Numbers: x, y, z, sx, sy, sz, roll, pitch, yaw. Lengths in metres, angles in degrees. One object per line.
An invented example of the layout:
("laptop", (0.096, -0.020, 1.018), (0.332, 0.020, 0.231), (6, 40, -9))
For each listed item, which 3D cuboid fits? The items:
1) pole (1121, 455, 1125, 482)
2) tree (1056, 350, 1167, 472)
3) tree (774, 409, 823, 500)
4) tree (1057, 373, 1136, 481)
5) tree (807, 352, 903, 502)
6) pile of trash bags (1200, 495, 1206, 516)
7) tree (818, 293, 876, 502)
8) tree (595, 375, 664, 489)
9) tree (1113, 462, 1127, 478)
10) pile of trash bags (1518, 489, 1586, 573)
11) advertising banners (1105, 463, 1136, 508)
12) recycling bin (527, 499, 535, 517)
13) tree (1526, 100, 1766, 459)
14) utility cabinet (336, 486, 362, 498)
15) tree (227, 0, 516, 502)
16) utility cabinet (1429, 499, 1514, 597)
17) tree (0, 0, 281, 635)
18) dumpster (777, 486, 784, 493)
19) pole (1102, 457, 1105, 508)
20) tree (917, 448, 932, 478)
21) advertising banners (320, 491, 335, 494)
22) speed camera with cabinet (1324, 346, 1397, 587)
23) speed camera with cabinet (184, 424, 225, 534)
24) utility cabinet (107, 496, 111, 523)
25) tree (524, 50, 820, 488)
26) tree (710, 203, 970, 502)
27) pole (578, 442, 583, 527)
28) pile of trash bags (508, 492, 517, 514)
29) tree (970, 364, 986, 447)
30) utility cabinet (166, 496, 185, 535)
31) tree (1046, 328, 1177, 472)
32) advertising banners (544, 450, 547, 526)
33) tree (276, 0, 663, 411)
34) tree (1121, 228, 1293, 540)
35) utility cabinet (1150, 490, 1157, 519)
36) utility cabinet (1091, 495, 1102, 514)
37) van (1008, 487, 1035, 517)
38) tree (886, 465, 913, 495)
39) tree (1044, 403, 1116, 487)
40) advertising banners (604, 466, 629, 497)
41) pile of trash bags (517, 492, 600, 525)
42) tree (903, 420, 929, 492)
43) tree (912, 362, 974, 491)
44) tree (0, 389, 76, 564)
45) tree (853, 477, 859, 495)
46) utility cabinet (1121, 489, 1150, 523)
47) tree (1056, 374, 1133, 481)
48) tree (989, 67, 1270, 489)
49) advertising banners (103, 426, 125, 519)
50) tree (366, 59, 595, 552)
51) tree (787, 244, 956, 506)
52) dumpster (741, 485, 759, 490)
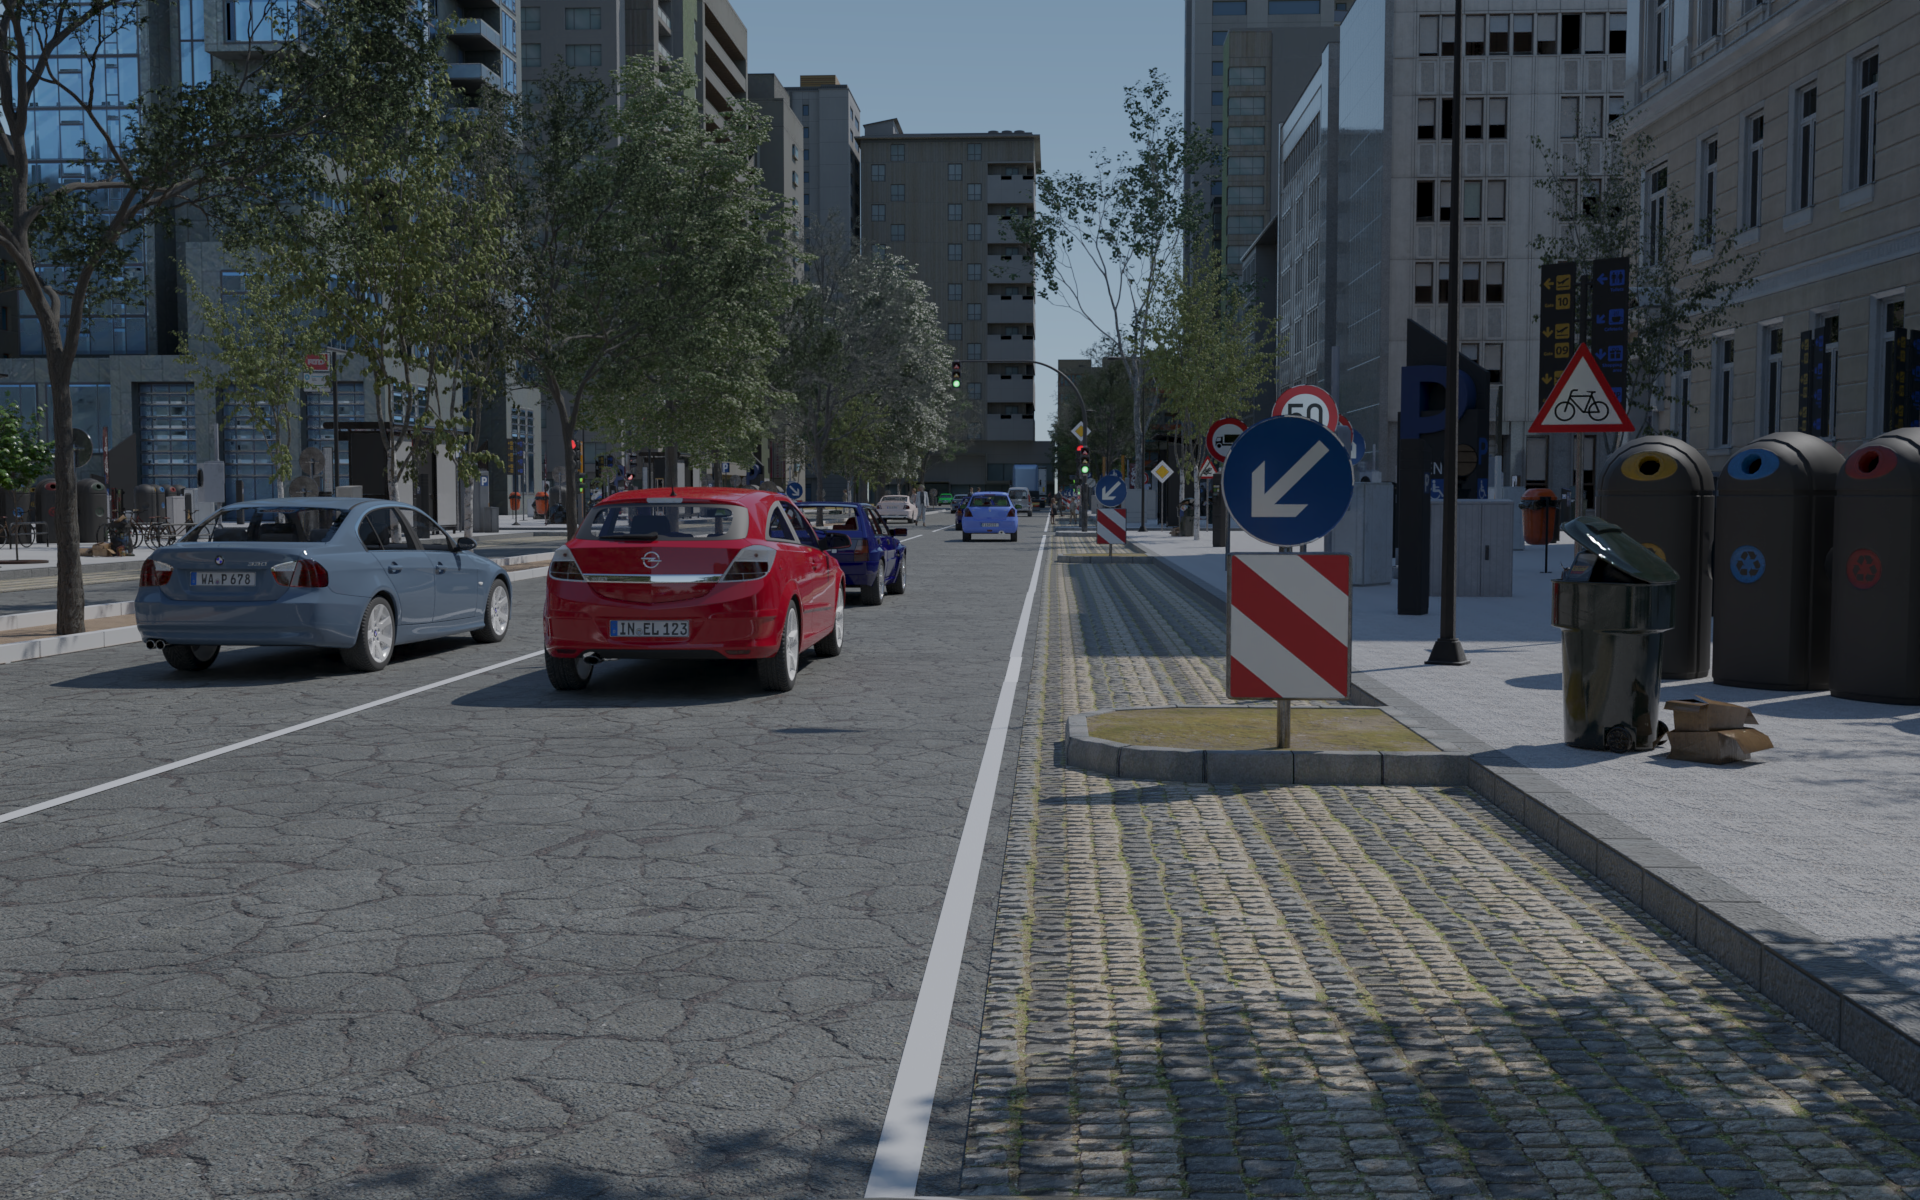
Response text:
("pole", (8.577, -5.949, 91.112), (0.158, 3.312, 0.155), (0, 3, 0))
("tree", (9.859, -10.855, 111.896), (7.601, 10.594, 8.767), (-1, 4, -9))
("tree", (-12.112, -10.968, 129.694), (4.360, 8.622, 3.978), (0, 3, 0))
("tree", (12.739, -14.934, 162.294), (7.486, 12.596, 7.792), (0, 3, 0))
("tree", (-5.205, -7.884, 81.715), (4.737, 8.622, 4.395), (0, 3, 0))
("pile of trash bags", (14.562, -5.578, 100.958), (3.447, 1.369, 1.912), (-2, 4, -27))
("tree", (-7.267, -7.079, 52.612), (8.767, 10.594, 7.601), (0, 4, 3))
("tree", (-14.785, -7.742, 76.941), (4.737, 8.622, 4.395), (0, 3, 0))
("tree", (9.536, -6.716, 104.400), (1.663, 3.219, 1.824), (0, 3, 0))
("pile of trash bags", (10.855, -1.152, 28.593), (3.447, 1.369, 1.912), (-1, 4, -11))
("advertising banners", (9.059, -6.218, 97.859), (2.074, 3.025, 0.090), (0, 4, 7))
("recycling bin", (-23.426, -5.066, 95.388), (0.722, 1.027, 0.722), (0, 4, -6))
("tree", (12.504, -5.036, 32.698), (4.360, 8.622, 3.978), (0, 3, 0))
("utility cabinet", (-16.345, -2.303, 46.334), (0.318, 1.500, 1.173), (-3, 4, -39))
("tree", (-7.900, -4.347, 23.892), (4.737, 8.622, 4.395), (0, 3, 0))
("utility cabinet", (6.386, -0.646, 21.717), (1.020, 1.237, 0.306), (0, 4, 5))
("tree", (-8.990, -4.939, 17.625), (8.767, 10.594, 7.601), (0, 4, 3))
("dumpster", (-12.716, -6.846, 117.683), (1.264, 1.857, 1.865), (0, 4, 3))
("pole", (7.886, -6.180, 94.886), (0.158, 3.312, 0.155), (0, 3, 0))
("tree", (-7.522, -17.307, 217.375), (8.767, 10.594, 7.601), (-2, 4, -25))
("advertising banners", (-25.176, -4.556, 70.678), (2.074, 3.025, 0.090), (0, 4, 2))
("speed camera with cabinet", (5.313, -1.811, 23.952), (0.660, 3.252, 2.038), (3, 4, 38))
("speed camera with cabinet", (-21.449, -3.350, 49.113), (0.660, 3.252, 2.038), (-3, 4, -38))
("utility cabinet", (-34.519, -3.574, 69.595), (0.306, 1.237, 1.020), (3, 4, 37))
("tree", (-7.555, -7.605, 44.927), (7.486, 12.596, 7.792), (0, 3, 0))
("tree", (-5.925, -9.792, 72.932), (12.009, 13.543, 11.850), (0, 3, 0))
("pole", (-14.744, -4.491, 67.263), (0.158, 3.312, 0.155), (0, 3, 0))
("pile of trash bags", (-21.361, -4.796, 88.174), (3.447, 1.369, 1.912), (1, 4, 12))
("tree", (-3.306, -12.476, 116.807), (12.009, 13.543, 11.850), (0, 3, 0))
("utility cabinet", (-23.624, -2.542, 52.723), (0.306, 1.237, 1.020), (2, 4, 27))
("tree", (10.977, -13.304, 127.884), (12.009, 13.543, 11.850), (0, 3, 0))
("advertising banners", (-16.765, -4.517, 70.034), (0.090, 3.025, 2.074), (-1, 4, -14))
("tree", (-7.872, -6.032, 35.496), (8.767, 10.594, 7.601), (0, 4, 3))
("tree", (6.725, -5.970, 47.975), (4.737, 8.622, 4.395), (0, 3, 0))
("utility cabinet", (9.364, -4.824, 87.545), (1.173, 1.500, 0.318), (1, 4, 23))
("utility cabinet", (8.906, -6.177, 112.149), (0.306, 1.237, 1.020), (-2, 4, -32))
("van", (3.788, -6.365, 111.080), (2.013, 2.044, 4.112), (0, 4, 4))
("tree", (-9.530, -13.866, 161.125), (7.601, 10.594, 8.767), (-2, 4, -27))
("tree", (15.518, -19.088, 218.739), (9.857, 13.997, 8.962), (0, 3, 0))
("advertising banners", (-21.209, -6.794, 107.274), (2.074, 3.025, 0.090), (2, 4, 25))
("pile of trash bags", (-16.737, -3.896, 73.455), (1.912, 1.369, 3.447), (2, 4, 28))
("tree", (-3.758, -9.445, 107.249), (4.737, 8.622, 4.395), (0, 3, 0))
("tree", (-2.751, -12.283, 129.042), (9.928, 11.665, 9.643), (0, 3, 0))
("tree", (-17.576, -2.287, 32.000), (1.663, 3.219, 1.824), (0, 3, 0))
("tree", (-10.293, -10.979, 174.109), (1.663, 3.219, 1.824), (0, 3, 0))
("utility cabinet", (7.673, -4.137, 76.320), (1.173, 1.500, 0.318), (-2, 4, -29))
("tree", (12.076, -13.639, 148.754), (9.928, 11.665, 9.643), (0, 3, 0))
("tree", (7.692, -13.695, 79.803), (12.611, 20.169, 13.585), (0, 3, 0))
("advertising banners", (-21.616, -2.939, 44.236), (0.090, 3.025, 2.074), (-3, 4, -37))
("tree", (-8.367, -4.690, 29.504), (4.360, 8.622, 3.978), (0, 3, 0))
("tree", (-5.027, -10.998, 88.936), (9.857, 13.997, 8.962), (0, 3, 0))
("dumpster", (-13.169, -6.324, 109.160), (1.264, 1.857, 1.865), (0, 4, 3))
